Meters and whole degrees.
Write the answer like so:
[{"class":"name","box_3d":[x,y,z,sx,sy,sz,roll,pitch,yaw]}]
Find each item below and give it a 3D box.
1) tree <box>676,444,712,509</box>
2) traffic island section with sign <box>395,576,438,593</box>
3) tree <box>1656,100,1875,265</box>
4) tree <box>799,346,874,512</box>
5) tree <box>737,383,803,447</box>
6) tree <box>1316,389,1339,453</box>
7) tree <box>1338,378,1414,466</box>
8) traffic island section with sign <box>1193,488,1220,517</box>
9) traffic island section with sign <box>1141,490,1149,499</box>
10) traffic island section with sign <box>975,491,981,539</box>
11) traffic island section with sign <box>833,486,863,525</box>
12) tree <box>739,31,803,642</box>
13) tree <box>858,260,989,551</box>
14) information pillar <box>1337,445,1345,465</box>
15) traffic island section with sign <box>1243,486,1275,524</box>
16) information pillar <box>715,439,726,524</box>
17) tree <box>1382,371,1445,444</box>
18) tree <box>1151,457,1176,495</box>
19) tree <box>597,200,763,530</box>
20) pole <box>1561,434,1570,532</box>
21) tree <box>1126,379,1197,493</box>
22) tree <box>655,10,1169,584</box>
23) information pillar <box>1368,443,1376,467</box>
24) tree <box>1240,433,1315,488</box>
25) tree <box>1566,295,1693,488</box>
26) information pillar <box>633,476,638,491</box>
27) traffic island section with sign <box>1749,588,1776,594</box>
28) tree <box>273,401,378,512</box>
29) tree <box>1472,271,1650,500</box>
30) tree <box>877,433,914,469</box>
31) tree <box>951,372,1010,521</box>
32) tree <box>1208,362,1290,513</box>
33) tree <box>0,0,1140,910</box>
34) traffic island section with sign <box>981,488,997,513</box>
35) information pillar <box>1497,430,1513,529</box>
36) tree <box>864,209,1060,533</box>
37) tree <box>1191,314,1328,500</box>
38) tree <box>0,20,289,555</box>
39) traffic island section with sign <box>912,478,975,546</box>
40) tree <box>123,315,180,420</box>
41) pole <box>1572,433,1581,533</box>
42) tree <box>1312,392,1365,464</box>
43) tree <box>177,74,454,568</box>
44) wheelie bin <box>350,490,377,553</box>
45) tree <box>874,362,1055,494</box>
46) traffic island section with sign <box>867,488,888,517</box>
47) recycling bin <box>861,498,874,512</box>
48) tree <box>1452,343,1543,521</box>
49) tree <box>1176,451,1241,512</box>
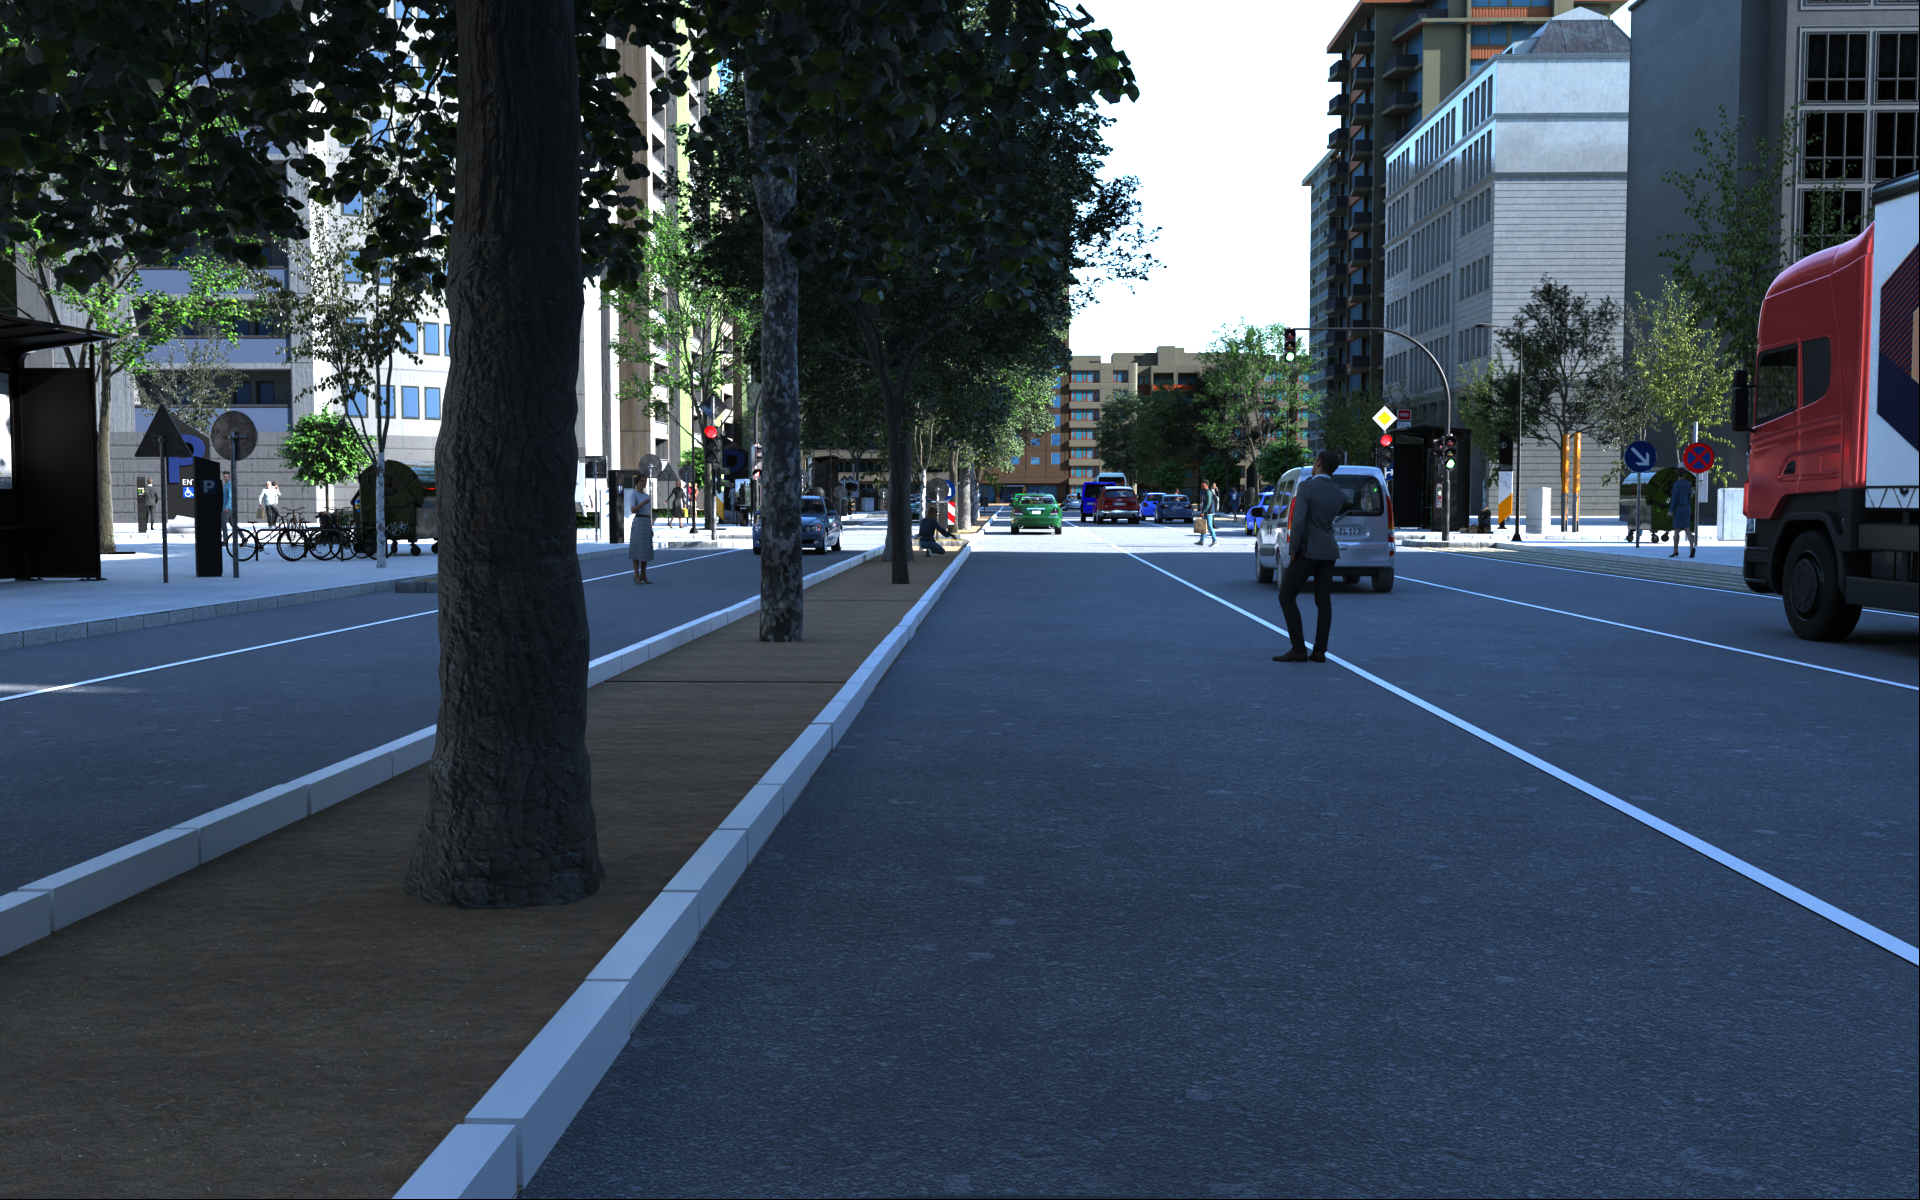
[{"class":"tree","box_3d":[-15.542,-7.408,104.842,4.285,4.588,4.351,0,3,0]},{"class":"traffic island section with sign","box_3d":[-7.174,-1.063,26.013,1.989,1.847,2.006,0,4,2]},{"class":"tree","box_3d":[15.281,-5.039,32.758,4.737,8.622,4.395,0,3,0]},{"class":"tree","box_3d":[-7.557,-13.217,126.470,12.009,13.543,11.850,0,3,0]},{"class":"tree","box_3d":[-12.691,-10.043,114.562,4.360,8.622,3.978,0,3,0]},{"class":"tree","box_3d":[25.528,-10.043,114.563,4.737,8.622,4.395,0,3,0]},{"class":"tree","box_3d":[26.551,-9.730,109.447,4.737,8.622,4.395,0,3,0]},{"class":"traffic island section with sign","box_3d":[15.133,-6.082,108.061,1.989,1.847,2.006,0,4,2]},{"class":"traffic island section with sign","box_3d":[16.610,-9.080,157.092,1.989,1.847,2.006,0,4,2]},{"class":"traffic island section with sign","box_3d":[-0.433,-2.895,55.464,2.006,1.907,1.989,0,4,2]},{"class":"traffic island section with sign","box_3d":[-5.528,-4.401,80.576,1.989,1.847,2.006,0,4,2]},{"class":"tree","box_3d":[-2.924,-9.711,17.120,12.611,20.169,13.585,0,3,0]},{"class":"tree","box_3d":[-0.960,-5.555,43.641,4.360,8.622,3.978,0,3,0]},{"class":"information pillar","box_3d":[18.067,-5.558,82.225,0.183,3.616,0.504,-2,4,-26]},{"class":"traffic island section with sign","box_3d":[14.318,-4.434,81.118,1.989,1.847,2.006,0,4,2]},{"class":"information pillar","box_3d":[-10.276,-5.054,73.989,0.504,3.616,0.183,3,4,36]},{"class":"tree","box_3d":[27.304,-9.437,104.659,4.360,8.622,3.978,0,3,0]},{"class":"tree","box_3d":[18.530,-10.288,151.924,4.285,4.588,4.351,0,3,0]},{"class":"tree","box_3d":[-9.130,-8.328,61.922,9.928,11.665,9.643,0,3,0]},{"class":"pole","box_3d":[20.511,-3.966,58.689,0.158,3.312,0.155,0,3,0]},{"class":"tree","box_3d":[20.262,-15.472,171.095,7.486,12.596,7.792,0,3,0]},{"class":"tree","box_3d":[-0.913,-5.546,27.544,8.767,10.594,7.601,0,4,2]},{"class":"information pillar","box_3d":[18.818,-5.368,79.127,0.183,3.616,0.504,-1,4,-20]},{"class":"tree","box_3d":[17.267,-6.630,92.117,4.285,4.588,4.351,0,3,0]},{"class":"tree","box_3d":[24.926,-6.953,64.039,4.360,8.622,3.978,0,3,0]},{"class":"information pillar","box_3d":[-12.861,-3.955,69.159,0.304,2.012,0.304,-3,4,-38]},{"class":"traffic island section with sign","box_3d":[12.626,-1.005,25.059,1.989,1.847,2.006,0,4,2]},{"class":"tree","box_3d":[-22.200,-4.696,60.487,4.285,4.588,4.351,0,3,0]},{"class":"tree","box_3d":[25.297,-8.487,73.176,7.601,10.594,8.767,0,4,3]},{"class":"tree","box_3d":[-6.040,-13.027,163.358,4.737,8.622,4.395,0,3,0]},{"class":"tree","box_3d":[1.111,-9.154,102.489,4.737,8.622,4.395,0,3,0]},{"class":"tree","box_3d":[17.926,-11.026,114.682,8.767,10.594,7.601,2,4,25]},{"class":"tree","box_3d":[-1.652,-5.923,5.954,9.857,13.997,8.962,0,3,0]},{"class":"traffic island section with sign","box_3d":[1.822,-7.488,130.569,2.006,1.907,1.989,0,4,2]},{"class":"information pillar","box_3d":[19.931,-4.401,63.303,0.504,3.616,0.183,2,4,24]},{"class":"tree","box_3d":[-0.149,-8.006,59.105,9.928,11.665,9.643,0,3,0]},{"class":"tree","box_3d":[17.091,-10.600,99.060,9.928,11.665,9.643,0,3,0]},{"class":"tree","box_3d":[-18.321,-6.771,36.462,9.928,11.665,9.643,0,3,0]},{"class":"traffic island section with sign","box_3d":[-0.665,-2.442,48.061,2.006,1.907,1.989,0,4,2]},{"class":"tree","box_3d":[-30.762,-7.276,69.318,4.360,8.622,3.978,0,3,0]},{"class":"pole","box_3d":[20.561,-3.909,57.762,0.158,3.312,0.155,0,3,0]},{"class":"tree","box_3d":[27.547,-10.702,125.345,4.360,8.622,3.978,0,3,0]},{"class":"tree","box_3d":[-10.329,-4.875,30.074,4.360,8.622,3.978,0,3,0]},{"class":"wheelie bin","box_3d":[-12.866,-1.831,37.849,0.693,1.594,0.980,0,4,-1]},{"class":"tree","box_3d":[1.043,-12.115,110.906,12.009,13.543,11.850,0,3,0]},{"class":"traffic island section with sign","box_3d":[-4.715,-6.048,107.519,1.989,1.847,2.006,0,4,2]},{"class":"recycling bin","box_3d":[-6.613,-6.817,124.007,0.722,1.027,0.722,-2,4,-25]},{"class":"tree","box_3d":[25.715,-8.035,81.741,4.737,8.622,4.395,0,3,0]},{"class":"tree","box_3d":[18.440,-8.456,121.971,4.285,4.588,4.351,0,3,0]}]
